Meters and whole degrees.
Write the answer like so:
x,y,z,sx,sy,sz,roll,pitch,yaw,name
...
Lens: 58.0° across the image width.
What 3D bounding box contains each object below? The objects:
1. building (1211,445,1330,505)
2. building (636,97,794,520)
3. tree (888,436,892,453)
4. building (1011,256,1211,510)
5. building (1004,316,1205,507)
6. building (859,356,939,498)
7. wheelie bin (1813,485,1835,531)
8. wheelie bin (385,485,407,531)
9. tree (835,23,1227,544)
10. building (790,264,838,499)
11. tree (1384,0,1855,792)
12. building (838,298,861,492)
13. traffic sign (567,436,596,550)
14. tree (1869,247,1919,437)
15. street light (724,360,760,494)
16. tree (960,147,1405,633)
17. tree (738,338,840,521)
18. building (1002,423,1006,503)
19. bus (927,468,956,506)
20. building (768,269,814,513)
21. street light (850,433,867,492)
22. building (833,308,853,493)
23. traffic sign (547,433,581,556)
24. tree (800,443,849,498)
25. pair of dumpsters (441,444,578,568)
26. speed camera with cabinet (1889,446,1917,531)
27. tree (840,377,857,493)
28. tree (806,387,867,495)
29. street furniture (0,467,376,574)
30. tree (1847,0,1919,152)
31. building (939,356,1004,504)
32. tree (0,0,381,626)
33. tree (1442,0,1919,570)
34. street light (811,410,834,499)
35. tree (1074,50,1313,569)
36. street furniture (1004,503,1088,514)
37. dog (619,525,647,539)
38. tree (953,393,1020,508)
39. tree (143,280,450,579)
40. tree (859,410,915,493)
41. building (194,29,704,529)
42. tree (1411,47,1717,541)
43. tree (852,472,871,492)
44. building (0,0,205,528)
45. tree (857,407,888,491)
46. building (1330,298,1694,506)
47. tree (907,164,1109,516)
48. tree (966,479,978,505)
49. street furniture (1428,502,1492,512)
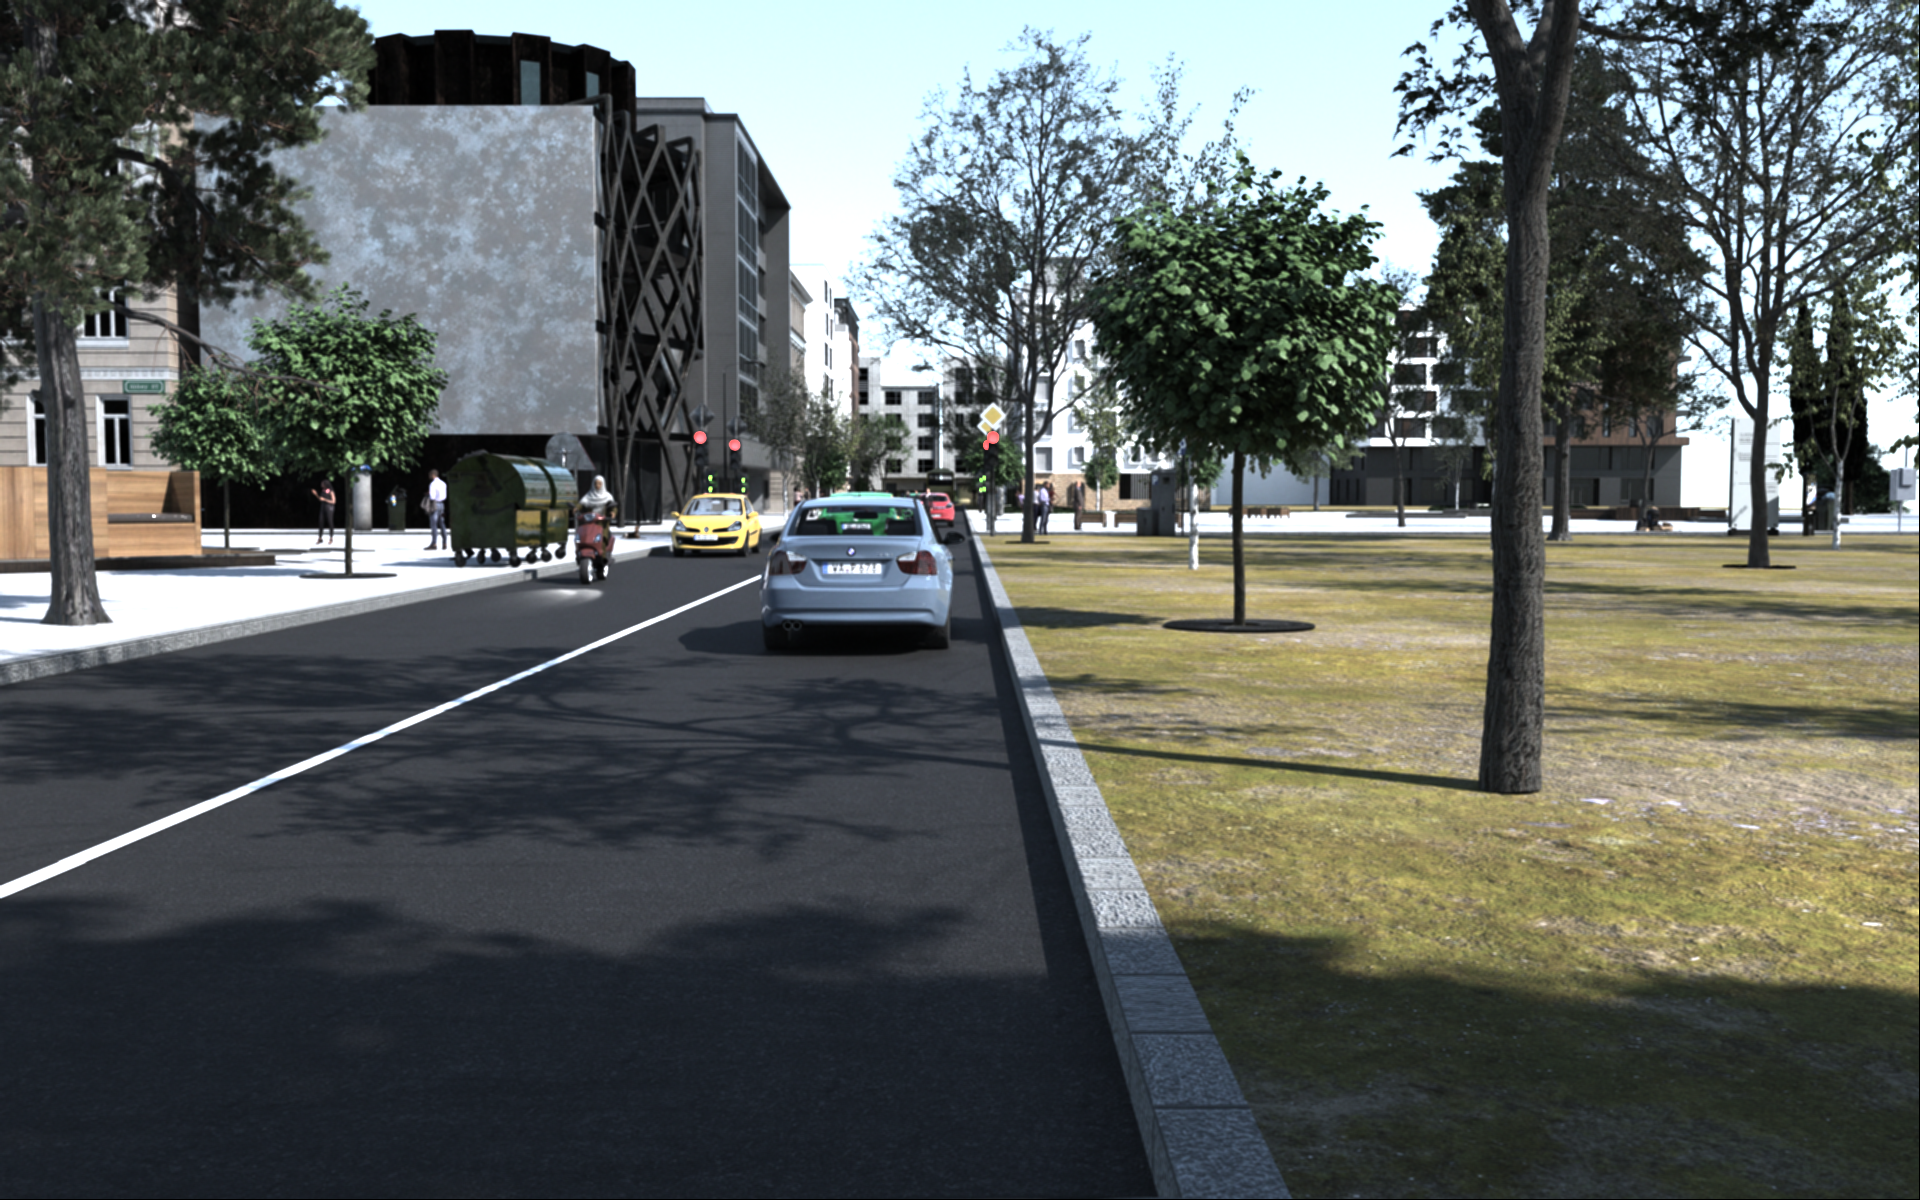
x,y,z,sx,sy,sz,roll,pitch,yaw,name
43.206,-17.421,226.978,28.070,9.664,9.099,0,3,0,building
-18.178,-17.203,100.329,14.314,24.678,30.058,0,3,0,building
-8.276,-12.447,153.871,4.360,8.622,3.978,0,3,0,tree
12.302,-17.545,143.283,16.016,20.091,11.380,0,3,0,building
13.211,-18.253,164.900,16.747,18.905,31.486,0,3,0,building
-18.528,-22.265,230.490,31.486,18.905,16.747,0,3,0,building
30.026,-3.197,60.185,0.693,1.594,0.980,-3,4,-36,wheelie bin
-19.565,-3.195,60.147,0.693,1.594,0.980,-1,4,-23,wheelie bin
1.891,-8.216,44.701,12.009,13.543,11.850,0,3,0,tree
-26.076,-18.839,152.000,27.936,21.610,32.646,0,3,0,building
2.708,-4.461,7.350,7.601,10.594,8.767,-2,4,-28,tree
-28.017,-21.427,194.298,32.646,21.610,27.936,0,3,0,building
-8.532,-2.353,38.482,0.884,2.594,0.081,0,4,4,traffic sign
27.597,-5.976,48.075,4.360,8.622,3.978,0,3,0,tree
-7.638,-5.366,60.277,1.470,5.913,1.316,0,3,0,street light
2.724,-2.013,16.627,4.285,4.588,4.351,0,3,0,tree
-8.258,-8.001,81.185,4.360,8.622,3.978,0,3,0,tree
8.983,-15.479,195.236,9.099,9.664,28.070,0,3,0,building
-1.827,-10.611,165.037,2.896,3.916,12.252,0,4,0,bus
-16.586,-15.933,125.125,10.561,19.102,19.286,0,3,0,building
-7.718,-9.707,131.251,1.470,5.913,1.316,0,3,0,street light
-18.893,-19.425,174.020,16.016,20.091,11.380,0,3,0,building
-8.225,-2.190,35.915,0.768,2.556,0.104,0,4,6,traffic sign
-8.454,-7.651,108.807,4.285,4.588,4.351,0,3,0,tree
-8.295,-1.811,32.102,1.574,2.255,4.436,0,3,0,pair of dumpsters
33.257,-4.001,59.759,2.038,3.252,0.660,0,4,4,speed camera with cabinet
-8.320,-9.204,100.842,4.360,8.622,3.978,0,3,0,tree
-8.455,-10.154,116.382,4.737,8.622,4.395,0,3,0,tree
-17.571,-1.507,31.489,9.812,1.723,11.010,3,5,44,street furniture
12.353,-4.284,20.405,4.737,8.622,4.395,0,3,0,tree
13.427,-22.241,230.092,31.486,18.905,16.747,0,3,0,building
-8.785,-5.787,16.680,6.751,12.117,7.091,0,3,0,tree
13.747,-7.301,29.736,12.009,13.543,11.850,0,3,0,tree
-7.674,-7.537,95.764,1.470,5.913,1.316,0,3,0,street light
3.959,-4.812,29.040,4.360,8.622,3.978,0,3,0,tree
5.239,-6.129,115.839,5.734,0.657,10.072,0,4,-2,street furniture
-9.382,-1.951,49.639,0.550,0.427,0.748,-3,5,-42,dog
1.998,-10.311,118.949,4.360,8.622,3.978,0,3,0,tree
-9.512,-2.626,26.651,4.285,4.588,4.351,0,3,0,tree
-9.390,-17.588,213.312,9.928,11.665,9.643,0,3,0,tree
-19.249,-12.455,71.086,16.820,18.784,16.811,0,3,0,building
16.308,-8.552,47.244,7.806,13.903,7.818,0,3,0,tree
-8.520,-9.395,148.214,1.663,3.219,1.824,0,3,0,tree
-38.352,-17.281,68.441,20.117,28.700,13.634,0,3,0,building
-9.028,-11.637,140.622,4.360,8.622,3.978,0,3,0,tree
60.070,-21.454,194.742,32.646,21.610,27.936,0,3,0,building
3.458,-14.867,98.962,12.611,20.169,13.585,0,3,0,tree
1.759,-13.062,208.169,1.663,3.219,1.824,0,3,0,tree
38.389,-6.860,127.787,10.072,0.657,5.734,-3,5,-42,street furniture
